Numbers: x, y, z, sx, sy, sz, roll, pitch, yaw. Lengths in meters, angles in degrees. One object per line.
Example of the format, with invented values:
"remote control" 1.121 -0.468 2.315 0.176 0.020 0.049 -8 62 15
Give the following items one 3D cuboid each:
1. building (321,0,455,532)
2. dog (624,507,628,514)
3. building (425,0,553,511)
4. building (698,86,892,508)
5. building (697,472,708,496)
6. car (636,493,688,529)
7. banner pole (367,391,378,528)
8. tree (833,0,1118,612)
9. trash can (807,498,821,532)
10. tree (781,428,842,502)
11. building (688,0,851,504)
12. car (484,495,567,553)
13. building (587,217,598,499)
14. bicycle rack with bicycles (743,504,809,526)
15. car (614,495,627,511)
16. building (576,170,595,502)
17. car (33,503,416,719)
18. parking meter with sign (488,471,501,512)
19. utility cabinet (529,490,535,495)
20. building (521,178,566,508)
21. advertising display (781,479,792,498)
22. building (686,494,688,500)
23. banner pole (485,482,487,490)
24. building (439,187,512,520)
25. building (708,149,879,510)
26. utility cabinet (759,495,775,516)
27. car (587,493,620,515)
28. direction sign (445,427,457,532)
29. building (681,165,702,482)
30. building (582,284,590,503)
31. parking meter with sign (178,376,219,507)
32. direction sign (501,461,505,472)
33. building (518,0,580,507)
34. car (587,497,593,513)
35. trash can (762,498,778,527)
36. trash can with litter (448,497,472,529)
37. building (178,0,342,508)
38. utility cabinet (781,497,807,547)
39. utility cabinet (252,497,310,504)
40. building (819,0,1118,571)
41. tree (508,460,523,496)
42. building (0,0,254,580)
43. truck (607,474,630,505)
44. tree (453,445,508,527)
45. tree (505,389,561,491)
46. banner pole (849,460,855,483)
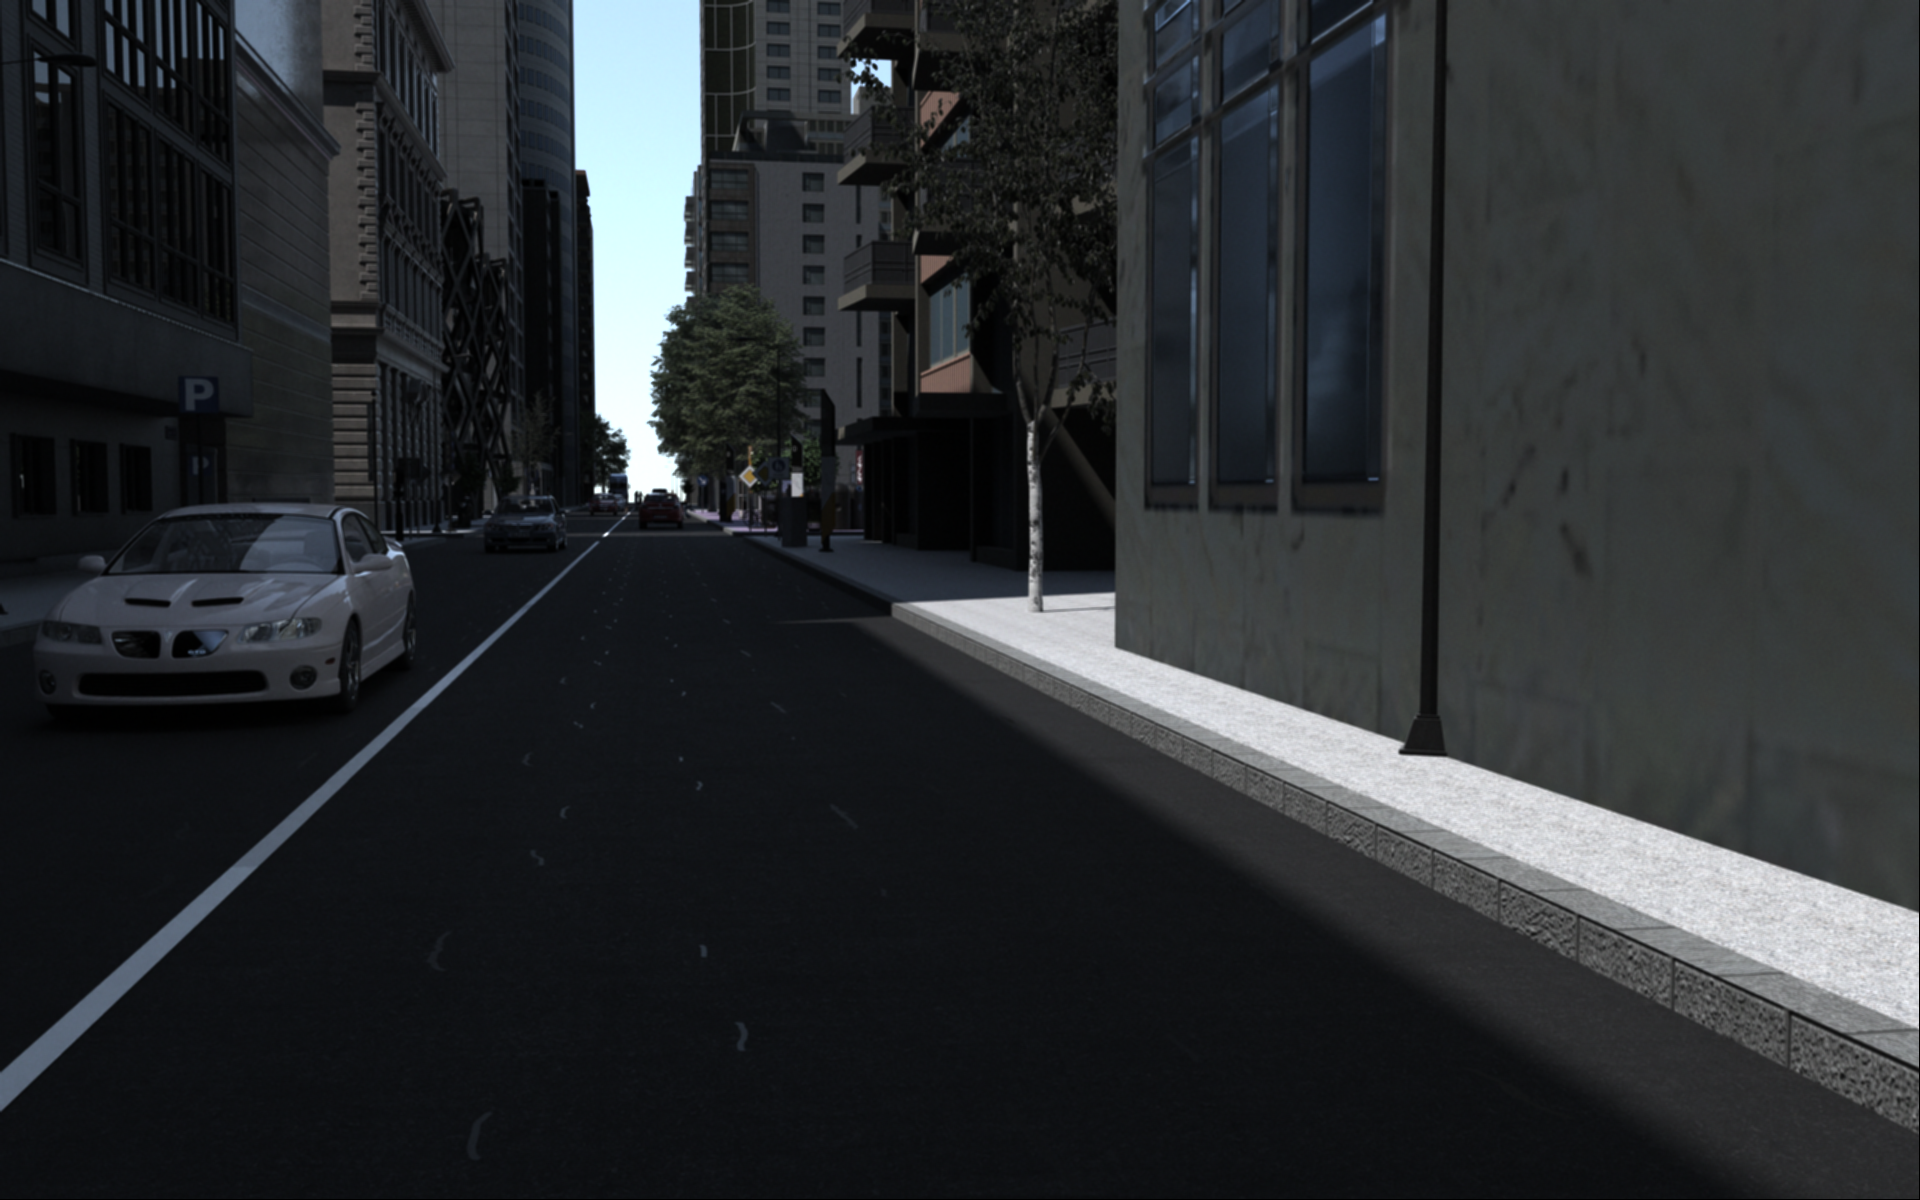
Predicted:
"building" -25.954 -14.514 66.188 11.050 23.489 19.941 -1 4 -10
"dog" -23.739 -6.362 123.309 0.540 0.507 0.406 1 4 22
"building" -43.740 -42.813 138.249 20.563 71.187 20.611 -1 4 -10
"building" -9.391 -29.213 169.508 32.217 40.220 23.993 -1 4 -10
"building" -15.412 -21.462 195.946 27.650 21.520 28.899 -1 4 -10
"car" -12.508 -3.890 72.639 2.155 1.783 4.494 -1 4 -8
"banner pole" -14.366 -3.202 42.366 0.401 3.779 0.863 -2 4 -34
"tree" 0.794 -4.158 18.345 4.360 8.622 3.978 0 3 0
"trash can" -4.991 -2.922 59.431 0.748 1.137 0.748 0 3 0
"tree" -7.439 -6.252 85.937 4.285 4.588 4.351 0 3 0
"building" -25.550 -48.271 227.488 20.563 71.187 20.611 -1 4 -10
"car" -10.991 -1.956 43.983 2.014 1.417 4.499 -1 4 -8
"building" -64.025 -37.866 269.223 14.600 45.320 14.200 -1 4 -10
"bicycle rack with bicycles" -7.284 -3.441 69.640 2.925 0.926 2.852 -1 4 -20
"car" -29.710 -8.366 149.146 2.083 1.381 4.827 -1 4 -9
"building" -59.503 -34.966 226.311 22.147 44.769 28.867 -1 4 -10
"car" -5.147 -0.018 12.657 2.083 1.381 4.827 -1 4 -10
"parking meter with sign" -33.275 -7.848 124.579 0.543 3.016 1.738 -3 5 -41
"utility cabinet" -25.333 -5.743 102.570 0.318 1.500 1.173 -1 4 -12
"building" -43.499 -23.574 157.136 14.160 30.474 14.107 -1 4 -10
"advertising display" -7.282 -4.226 74.314 0.974 1.923 0.123 -3 4 -37
"building" -28.372 -36.066 281.556 32.217 40.220 23.993 -1 4 -10
"banner pole" -32.173 -7.757 116.851 0.863 3.779 0.401 3 5 44
"building" -36.268 -14.580 105.843 16.820 18.784 16.811 -1 4 -10
"building" -14.653 -23.107 149.495 14.160 30.474 14.107 -1 4 -10
"utility cabinet" -11.477 -5.608 102.856 0.306 1.237 1.020 3 5 44
"car" -24.165 -6.628 117.406 2.155 1.783 4.494 -1 4 -12
"direction sign" -17.302 -4.085 58.792 0.379 3.537 0.876 0 4 2
"building" -28.915 -38.767 253.453 23.786 49.044 30.456 -1 4 -10
"building" -65.190 -38.353 250.767 21.300 48.544 21.600 -1 4 -10
"parking meter with sign" -11.564 -1.848 26.468 0.543 3.016 1.738 -1 4 -21
"direction sign" -30.876 -7.659 117.225 0.379 3.537 0.876 -2 4 -34
"building" -50.392 -38.808 176.505 21.231 58.520 28.212 -1 4 -10
"car" -28.001 -7.478 134.849 1.945 1.354 3.894 -1 4 -11
"trash can" -7.312 -3.365 66.677 0.748 1.137 0.748 0 3 0
"trash can with litter" -18.651 -3.246 64.452 1.055 1.170 0.624 2 4 32
"building" -25.910 -15.538 39.954 20.117 28.700 13.634 -1 4 -10
"utility cabinet" -4.054 -1.907 42.337 0.306 1.237 1.020 1 4 16
"utility cabinet" -13.176 -1.375 33.651 1.020 1.237 0.306 -2 4 -30
"building" 8.941 -23.401 37.223 22.147 44.769 28.867 -1 4 -10
"tree" -25.184 -6.261 96.968 1.663 3.219 1.824 0 3 0
"building" -19.070 -13.952 21.622 14.314 27.812 24.014 -1 4 -10
"truck" -46.246 -14.970 234.524 2.967 4.110 18.799 -1 4 -11
"tree" -19.155 -4.492 68.046 1.663 3.219 1.824 0 3 0
"tree" -29.935 -10.441 121.068 4.360 8.622 3.978 0 3 0
"banner pole" -8.026 -8.481 128.679 0.401 3.779 0.863 2 4 34
